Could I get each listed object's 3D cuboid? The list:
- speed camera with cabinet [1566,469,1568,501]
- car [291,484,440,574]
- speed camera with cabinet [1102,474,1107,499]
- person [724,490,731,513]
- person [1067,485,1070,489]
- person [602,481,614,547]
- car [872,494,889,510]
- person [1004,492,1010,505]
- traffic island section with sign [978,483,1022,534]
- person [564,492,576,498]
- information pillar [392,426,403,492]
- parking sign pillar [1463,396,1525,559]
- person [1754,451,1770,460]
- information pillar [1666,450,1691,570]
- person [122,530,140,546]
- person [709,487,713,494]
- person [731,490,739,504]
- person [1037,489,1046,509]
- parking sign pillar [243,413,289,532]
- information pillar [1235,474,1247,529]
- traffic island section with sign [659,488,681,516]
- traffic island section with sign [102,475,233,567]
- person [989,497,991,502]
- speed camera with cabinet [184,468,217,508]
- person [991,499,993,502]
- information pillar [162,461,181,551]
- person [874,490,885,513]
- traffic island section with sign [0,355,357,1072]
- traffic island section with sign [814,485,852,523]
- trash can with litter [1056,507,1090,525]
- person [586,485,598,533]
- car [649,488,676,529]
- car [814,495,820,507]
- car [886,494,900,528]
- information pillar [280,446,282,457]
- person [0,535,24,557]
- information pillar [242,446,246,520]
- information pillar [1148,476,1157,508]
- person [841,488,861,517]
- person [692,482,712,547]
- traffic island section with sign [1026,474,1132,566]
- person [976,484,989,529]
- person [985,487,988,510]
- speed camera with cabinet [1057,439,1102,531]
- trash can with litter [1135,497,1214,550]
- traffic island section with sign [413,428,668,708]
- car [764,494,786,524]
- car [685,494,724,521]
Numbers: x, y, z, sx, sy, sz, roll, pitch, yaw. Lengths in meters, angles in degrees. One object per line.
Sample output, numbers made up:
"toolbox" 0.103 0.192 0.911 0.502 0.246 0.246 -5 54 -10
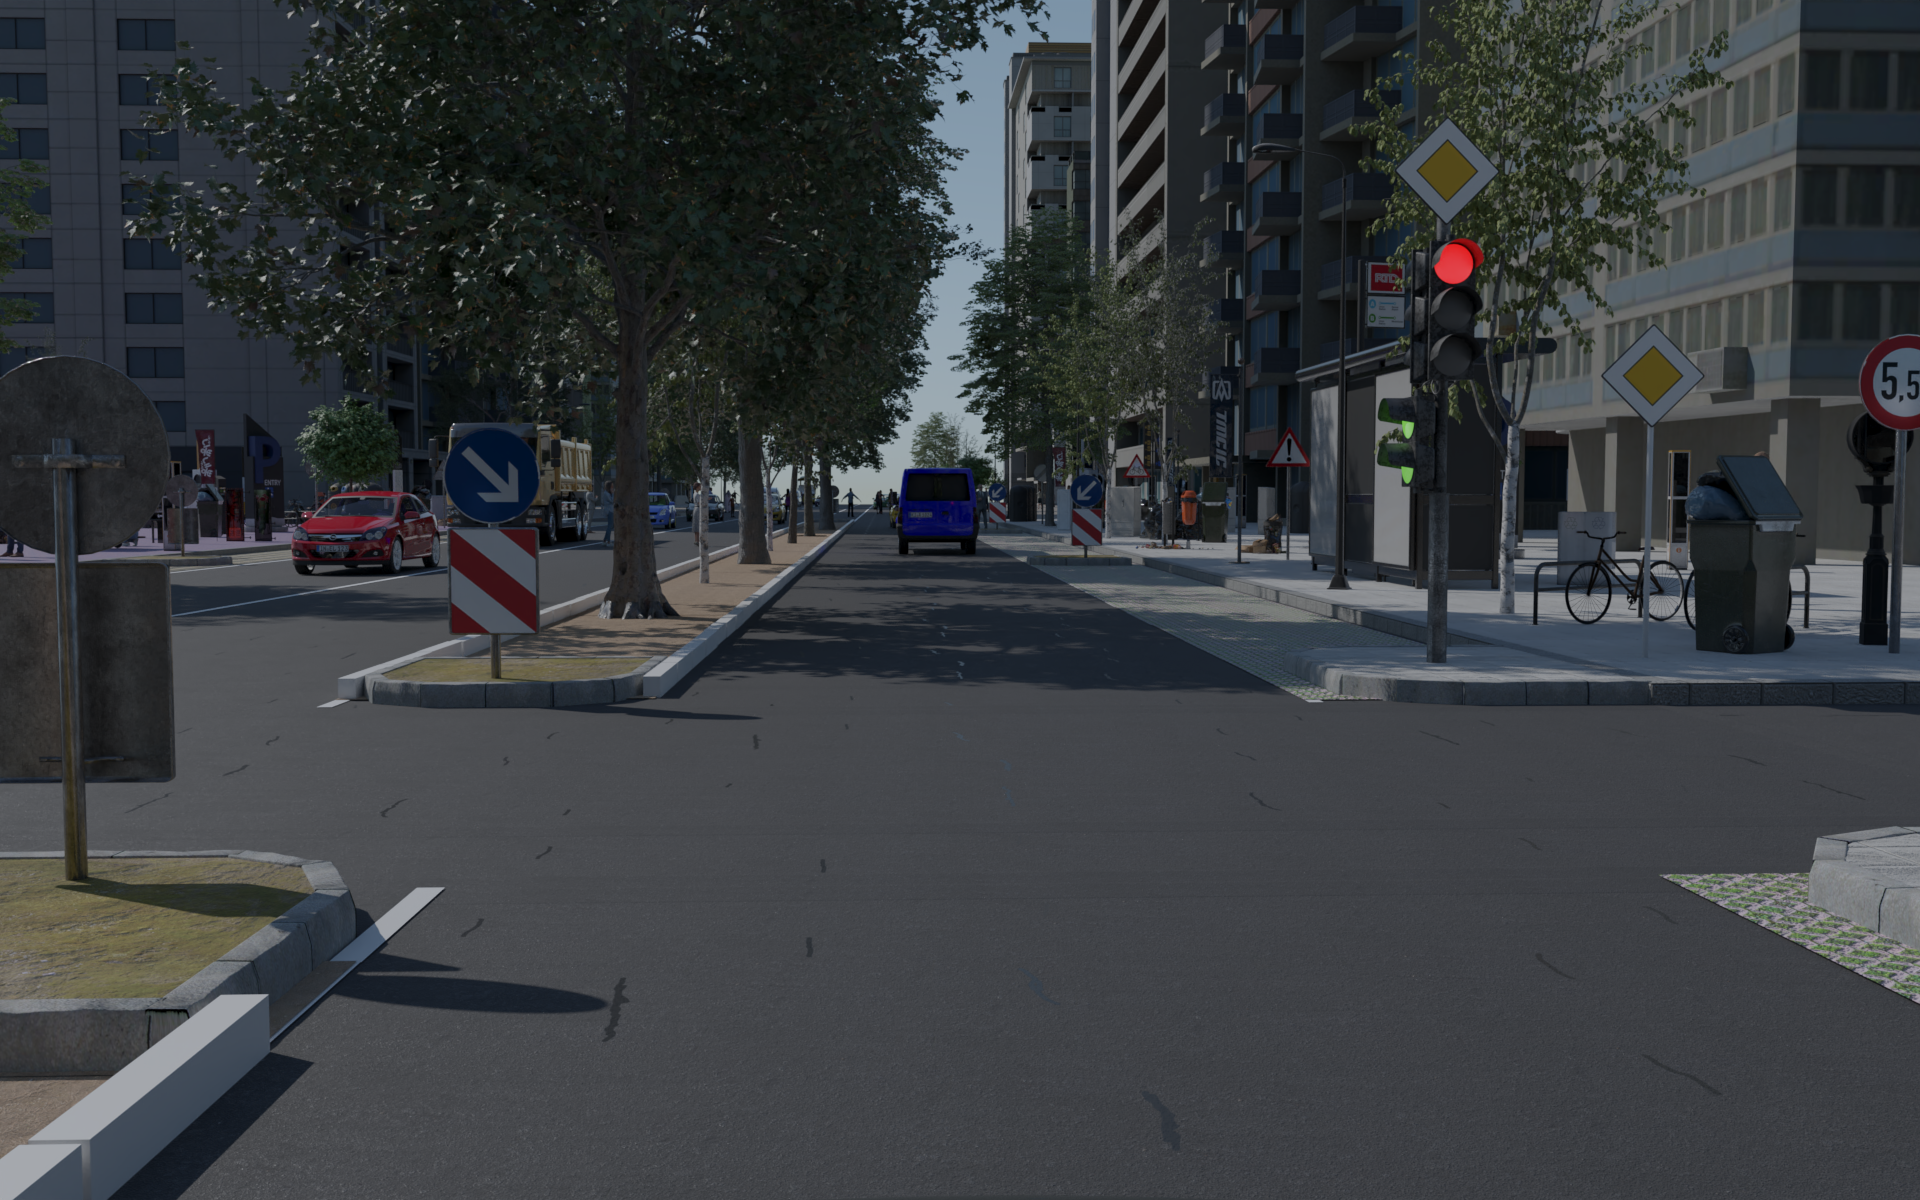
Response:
"speed camera with cabinet" 21.733 -3.950 58.913 0.660 3.252 2.038 -3 5 -44
"car" -11.064 -1.429 32.409 2.155 1.783 4.494 0 4 -3
"speed camera with cabinet" 6.039 -5.094 77.623 0.660 3.252 2.038 2 4 30
"person" -17.747 -7.547 132.560 0.551 1.740 0.621 -3 5 -42
"person" 6.609 -6.093 105.605 0.705 1.831 1.348 0 4 -5
"person" -9.600 -2.361 47.364 0.793 1.790 0.793 -3 5 -41
"car" -7.070 -9.070 160.090 2.131 1.459 4.920 0 4 -1
"person" 5.524 -12.485 210.193 1.348 1.822 0.705 -1 4 -22
"traffic island section with sign" 1.204 -3.326 63.004 1.989 1.847 2.006 0 4 -2
"person" -27.545 -7.125 122.167 0.705 1.869 1.348 2 4 31
"information pillar" -19.331 -4.169 59.525 0.183 3.616 0.504 1 4 13
"parking sign pillar" 10.580 -2.824 34.650 1.447 3.967 1.447 -2 4 -29
"person" 8.950 -0.784 19.403 0.519 1.759 0.362 2 4 26
"information pillar" 12.141 -1.516 29.271 0.304 2.012 0.304 1 4 13
"person" -20.508 -1.888 42.413 0.738 1.151 1.012 -1 4 -20
"person" -14.704 -5.772 102.744 0.709 1.838 0.599 3 5 44
"person" -30.202 -13.831 232.309 1.348 1.807 0.705 -1 4 -10
"person" 6.822 -8.639 148.082 1.217 1.735 0.721 -1 4 -18
"parking sign pillar" -23.476 -4.279 58.437 1.447 3.967 1.447 2 4 26
"information pillar" 10.476 -3.677 64.606 0.304 2.012 0.304 3 5 41
"traffic island section with sign" -19.124 -6.327 112.075 1.989 1.847 2.006 0 4 -2
"traffic island section with sign" -15.836 -1.603 34.842 1.989 1.847 2.006 0 4 -2
"person" 4.139 -13.885 233.846 0.721 1.735 1.217 2 4 26
"speed camera with cabinet" -27.468 -4.147 62.138 2.038 3.252 0.660 3 4 37
"person" 3.797 -12.339 208.724 0.436 1.711 0.756 1 4 14
"information pillar" -17.755 -2.112 39.027 0.304 2.012 0.304 1 4 10
"person" -5.921 -7.244 127.662 0.721 1.735 1.217 -3 5 -41
"traffic island section with sign" -2.936 0.181 5.174 2.006 1.907 1.989 0 4 -2
"traffic island section with sign" -6.455 -4.863 87.645 2.006 1.907 1.989 0 4 -2
"trash can with litter" 4.805 -3.749 72.358 2.233 1.210 1.678 -2 4 -29
"person" -13.461 -3.346 63.395 0.466 1.800 0.511 -2 4 -29
"car" -12.754 -3.807 71.831 1.945 1.707 3.694 0 4 -4
"car" -15.611 -11.299 197.319 1.945 1.354 3.894 0 4 -2
"car" -2.132 -3.919 74.303 2.015 1.641 3.980 0 4 -4
"information pillar" -33.364 -5.708 84.684 0.504 3.616 0.183 -1 4 -12
"person" -19.233 -1.775 35.248 0.721 1.800 0.419 2 4 31
"information pillar" -35.365 -5.757 85.485 0.183 3.616 0.504 -1 4 -22
"information pillar" 7.646 -3.935 68.826 0.304 2.012 0.304 1 4 14
"person" -6.820 -6.099 108.200 1.348 1.826 0.705 1 4 16
"person" -7.067 -2.340 47.327 0.524 1.755 0.480 -1 4 -18
"traffic island section with sign" 2.382 -1.631 35.293 1.989 1.847 2.006 0 4 -2
"person" 0.822 -3.434 64.825 0.661 1.801 0.590 -1 4 -22
"person" 2.102 -8.103 138.512 1.348 1.826 0.705 -1 4 -15
"speed camera with cabinet" 4.201 -4.122 61.730 0.660 3.252 2.038 2 4 33
"trash can with litter" 4.880 -1.824 40.877 1.678 1.210 2.233 -1 4 -16
"traffic island section with sign" -3.242 -0.271 12.574 2.006 1.907 1.989 0 4 -2
"car" -9.326 -4.461 83.161 2.015 1.641 3.980 0 4 -3
"car" -13.498 -5.014 91.763 2.009 1.686 4.222 0 4 -3
